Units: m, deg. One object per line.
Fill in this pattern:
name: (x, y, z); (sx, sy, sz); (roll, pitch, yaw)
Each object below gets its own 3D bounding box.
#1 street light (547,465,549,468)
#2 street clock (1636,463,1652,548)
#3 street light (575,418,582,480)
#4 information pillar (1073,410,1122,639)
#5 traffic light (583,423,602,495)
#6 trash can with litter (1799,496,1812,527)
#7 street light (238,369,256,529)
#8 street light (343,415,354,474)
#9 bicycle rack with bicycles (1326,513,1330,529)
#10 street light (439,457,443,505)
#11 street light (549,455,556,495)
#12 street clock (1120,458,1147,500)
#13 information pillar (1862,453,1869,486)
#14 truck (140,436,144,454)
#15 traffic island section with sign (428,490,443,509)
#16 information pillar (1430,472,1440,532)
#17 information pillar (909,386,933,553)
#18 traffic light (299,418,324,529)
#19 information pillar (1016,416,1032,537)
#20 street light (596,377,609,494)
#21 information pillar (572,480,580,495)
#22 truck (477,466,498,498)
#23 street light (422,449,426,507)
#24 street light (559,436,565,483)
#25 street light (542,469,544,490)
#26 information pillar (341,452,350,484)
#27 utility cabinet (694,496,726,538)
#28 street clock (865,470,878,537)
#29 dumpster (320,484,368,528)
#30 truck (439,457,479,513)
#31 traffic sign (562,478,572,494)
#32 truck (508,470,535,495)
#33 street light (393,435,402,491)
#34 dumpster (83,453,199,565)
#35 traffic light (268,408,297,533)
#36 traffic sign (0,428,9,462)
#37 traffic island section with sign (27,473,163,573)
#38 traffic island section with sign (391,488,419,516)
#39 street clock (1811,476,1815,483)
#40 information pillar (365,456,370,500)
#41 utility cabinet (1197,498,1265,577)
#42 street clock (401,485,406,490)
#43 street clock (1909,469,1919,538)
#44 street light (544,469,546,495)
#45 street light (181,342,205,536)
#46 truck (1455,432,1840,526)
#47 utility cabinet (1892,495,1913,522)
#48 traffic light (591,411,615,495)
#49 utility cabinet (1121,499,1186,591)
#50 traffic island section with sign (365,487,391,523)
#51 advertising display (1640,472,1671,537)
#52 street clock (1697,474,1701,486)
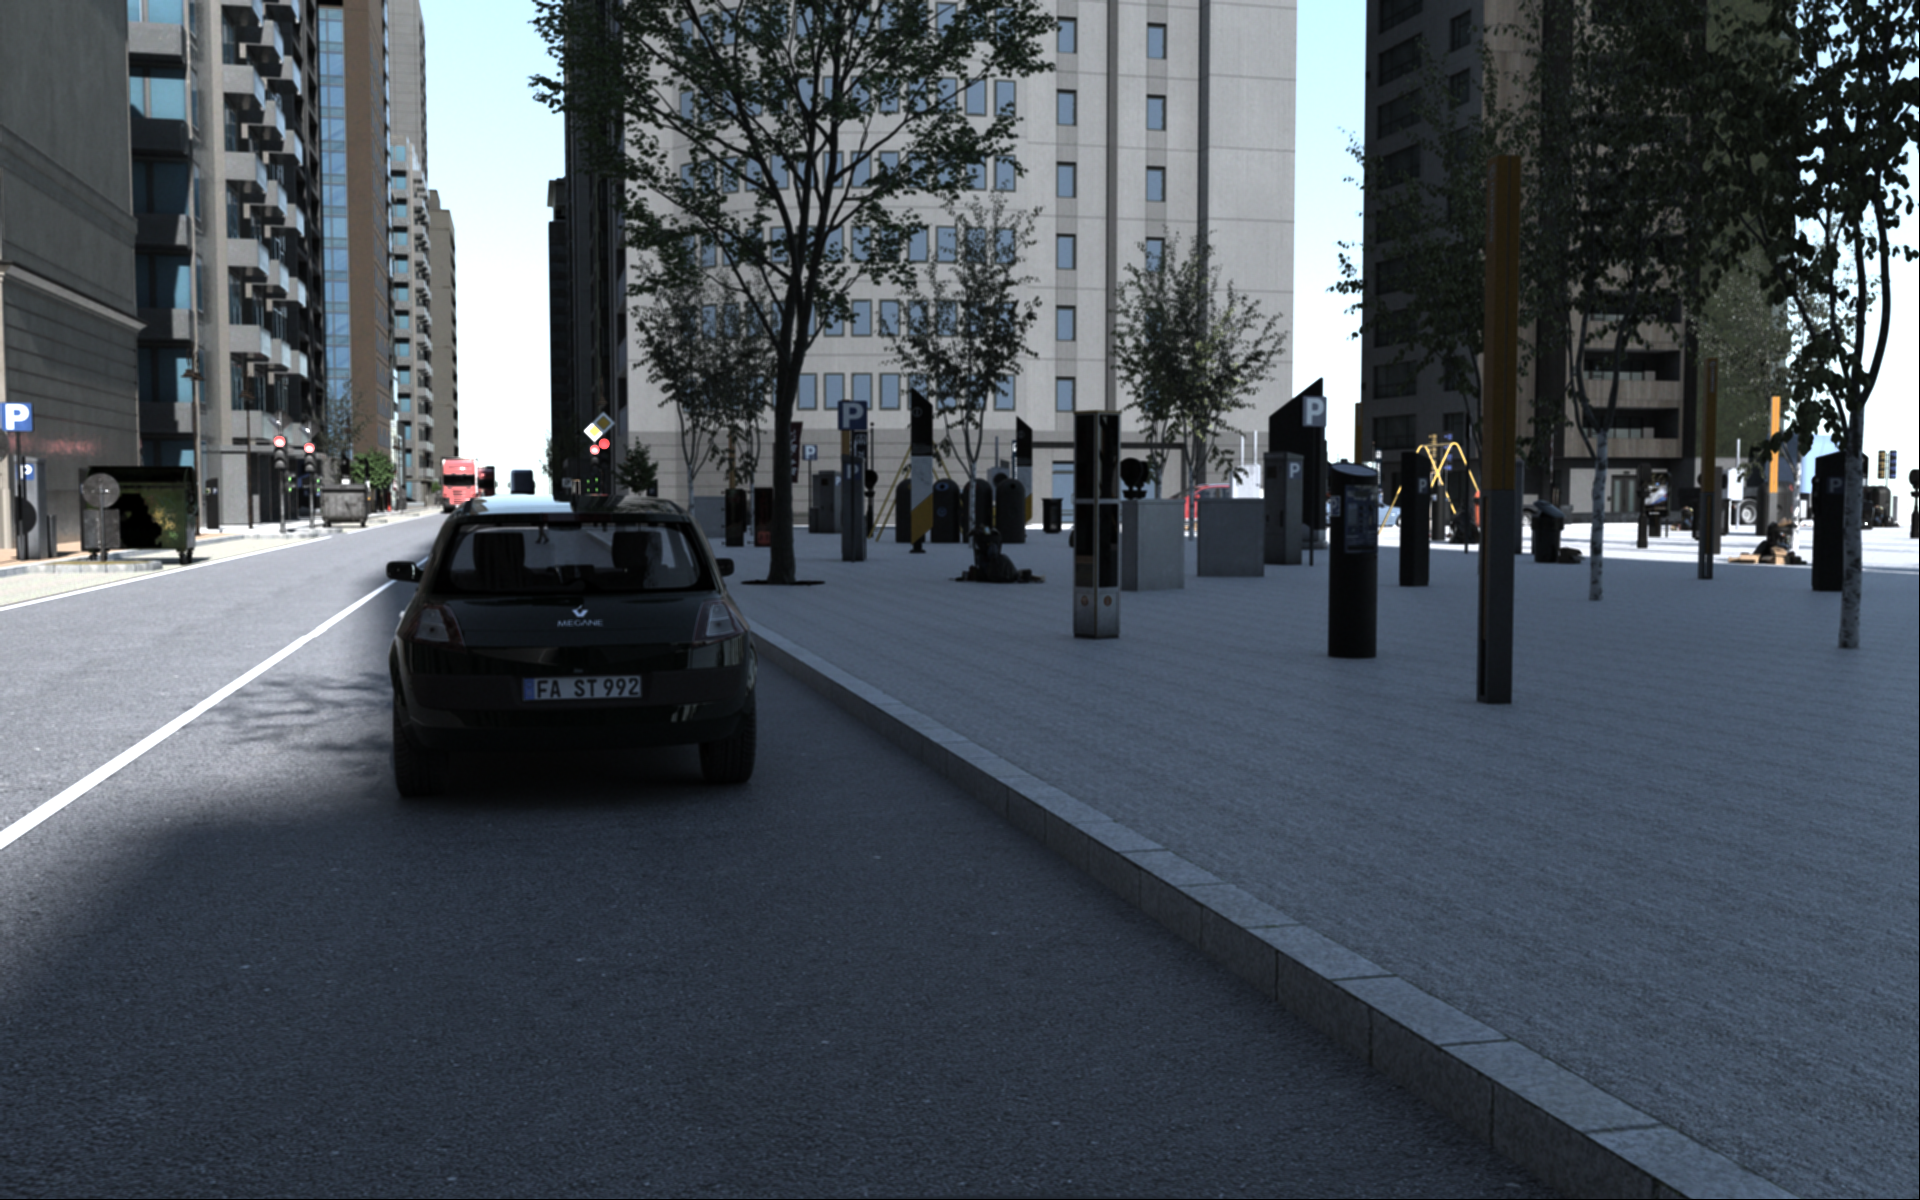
street light: (-50.485, -14.719, 213.444); (0.468, 5.910, 1.993); (-1, 4, -14)
street clock: (16.159, -2.226, 40.960); (0.358, 2.002, 0.471); (0, 4, 5)
street light: (-22.745, -7.979, 103.240); (0.468, 5.910, 1.993); (-1, 4, -14)
information pillar: (1.218, -0.668, 15.412); (0.304, 2.012, 0.304); (-3, 4, -39)
traffic light: (-14.064, -4.753, 66.628); (0.839, 4.253, 0.868); (-1, 4, -14)
trash can with litter: (33.755, -3.558, 69.236); (2.233, 1.210, 1.678); (-1, 4, -20)
street light: (-26.204, -5.568, 63.823); (0.468, 5.910, 1.993); (-1, 4, -14)
street light: (-34.887, -7.715, 98.920); (0.468, 5.910, 1.993); (-1, 4, -14)
bicycle rack with bicycles: (12.081, -2.973, 61.992); (2.925, 0.926, 2.852); (-2, 4, -24)
street light: (-62.580, -14.455, 209.125); (0.468, 5.910, 1.993); (-1, 4, -14)
street light: (-41.857, -12.582, 178.508); (0.468, 5.910, 1.993); (-1, 4, -14)
street clock: (3.424, -1.846, 34.754); (0.471, 2.002, 0.358); (1, 4, 17)
information pillar: (47.416, -6.094, 90.990); (0.504, 3.616, 0.183); (1, 4, 18)
truck: (-32.502, -4.187, 57.377); (11.283, 4.237, 2.839); (-1, 4, -12)
traffic island section with sign: (-48.478, -9.337, 161.291); (1.989, 1.847, 2.006); (-1, 4, -14)
information pillar: (15.912, -3.282, 58.153); (0.304, 2.012, 0.304); (0, 4, 5)
information pillar: (-0.843, -2.831, 37.639); (0.504, 3.616, 0.183); (0, 4, 4)
traffic light: (-24.012, -4.599, 64.119); (0.839, 4.253, 0.868); (-1, 4, -14)
information pillar: (1.907, -3.696, 51.792); (0.504, 3.616, 0.183); (1, 4, 12)
street light: (-14.108, -5.842, 68.307); (0.468, 5.910, 1.993); (-1, 4, -14)
information pillar: (-20.049, -5.257, 90.442); (0.304, 2.012, 0.304); (-3, 5, -42)
truck: (-48.307, -11.387, 175.083); (2.839, 4.237, 11.283); (-1, 4, -16)
street light: (-53.836, -12.320, 174.218); (0.468, 5.910, 1.993); (-1, 4, -14)
street light: (-33.012, -10.449, 143.626); (0.468, 5.910, 1.993); (-1, 4, -14)
street light: (-62.043, -17.505, 258.988); (0.468, 5.910, 1.993); (-1, 4, -14)
information pillar: (-34.387, -6.457, 96.923); (0.183, 3.616, 0.504); (2, 4, 32)
utility cabinet: (-7.377, -2.416, 50.661); (1.020, 1.237, 0.306); (-1, 4, -16)
street clock: (-2.687, -2.870, 51.498); (0.471, 2.002, 0.358); (0, 4, 3)
dumpster: (-26.027, -3.979, 73.277); (1.865, 1.857, 1.264); (-1, 4, -13)
truck: (-38.067, -8.754, 132.040); (2.839, 4.237, 11.283); (-1, 4, -15)
traffic sign: (-25.147, -6.651, 110.869); (0.606, 2.300, 0.079); (-1, 4, -11)
truck: (-46.621, -11.938, 184.941); (2.967, 4.110, 18.799); (-1, 4, -15)
street light: (-44.823, -10.135, 138.500); (0.468, 5.910, 1.993); (-1, 4, -14)
dumpster: (-16.409, -1.822, 34.735); (1.985, 2.255, 1.502); (-1, 4, -15)
traffic light: (-22.065, -4.126, 56.374); (0.839, 4.253, 0.868); (-1, 4, -14)
traffic sign: (-17.493, -1.899, 31.148); (0.768, 2.556, 0.104); (-1, 4, -8)
traffic island section with sign: (-16.019, -1.442, 32.201); (1.989, 1.847, 2.006); (-1, 4, -14)
traffic island section with sign: (-36.239, -6.359, 112.599); (1.989, 1.847, 2.006); (-1, 4, -14)
street clock: (32.515, -3.734, 65.622); (0.471, 2.002, 0.358); (-1, 4, -9)
information pillar: (-36.863, -7.117, 107.712); (0.183, 3.616, 0.504); (-3, 5, -40)
utility cabinet: (4.216, -0.969, 27.000); (1.020, 1.237, 0.306); (0, 4, 4)
street clock: (-43.846, -8.071, 136.524); (0.358, 2.002, 0.471); (-2, 4, -31)
street clock: (27.672, -2.786, 50.118); (0.358, 2.002, 0.471); (0, 4, -2)
street light: (-53.179, -15.372, 224.111); (0.468, 5.910, 1.993); (-1, 4, -14)
street light: (-23.405, -4.906, 52.996); (0.468, 5.910, 1.993); (-1, 4, -14)
truck: (29.866, -5.093, 73.027); (18.799, 4.110, 2.967); (-1, 4, -15)
utility cabinet: (44.126, -4.277, 81.088); (1.020, 1.237, 0.306); (-2, 4, -24)
traffic light: (-12.116, -4.279, 58.883); (0.839, 4.253, 0.868); (-1, 4, -14)
utility cabinet: (2.591, -0.741, 23.273); (1.020, 1.237, 0.306); (-3, 5, -44)
traffic island section with sign: (-29.589, -4.743, 86.176); (1.989, 1.847, 2.006); (-1, 4, -14)
advertising display: (20.734, -2.840, 51.643); (0.123, 1.923, 0.974); (-2, 4, -30)
street clock: (24.731, -3.236, 57.484); (0.471, 2.002, 0.358); (0, 4, 8)
